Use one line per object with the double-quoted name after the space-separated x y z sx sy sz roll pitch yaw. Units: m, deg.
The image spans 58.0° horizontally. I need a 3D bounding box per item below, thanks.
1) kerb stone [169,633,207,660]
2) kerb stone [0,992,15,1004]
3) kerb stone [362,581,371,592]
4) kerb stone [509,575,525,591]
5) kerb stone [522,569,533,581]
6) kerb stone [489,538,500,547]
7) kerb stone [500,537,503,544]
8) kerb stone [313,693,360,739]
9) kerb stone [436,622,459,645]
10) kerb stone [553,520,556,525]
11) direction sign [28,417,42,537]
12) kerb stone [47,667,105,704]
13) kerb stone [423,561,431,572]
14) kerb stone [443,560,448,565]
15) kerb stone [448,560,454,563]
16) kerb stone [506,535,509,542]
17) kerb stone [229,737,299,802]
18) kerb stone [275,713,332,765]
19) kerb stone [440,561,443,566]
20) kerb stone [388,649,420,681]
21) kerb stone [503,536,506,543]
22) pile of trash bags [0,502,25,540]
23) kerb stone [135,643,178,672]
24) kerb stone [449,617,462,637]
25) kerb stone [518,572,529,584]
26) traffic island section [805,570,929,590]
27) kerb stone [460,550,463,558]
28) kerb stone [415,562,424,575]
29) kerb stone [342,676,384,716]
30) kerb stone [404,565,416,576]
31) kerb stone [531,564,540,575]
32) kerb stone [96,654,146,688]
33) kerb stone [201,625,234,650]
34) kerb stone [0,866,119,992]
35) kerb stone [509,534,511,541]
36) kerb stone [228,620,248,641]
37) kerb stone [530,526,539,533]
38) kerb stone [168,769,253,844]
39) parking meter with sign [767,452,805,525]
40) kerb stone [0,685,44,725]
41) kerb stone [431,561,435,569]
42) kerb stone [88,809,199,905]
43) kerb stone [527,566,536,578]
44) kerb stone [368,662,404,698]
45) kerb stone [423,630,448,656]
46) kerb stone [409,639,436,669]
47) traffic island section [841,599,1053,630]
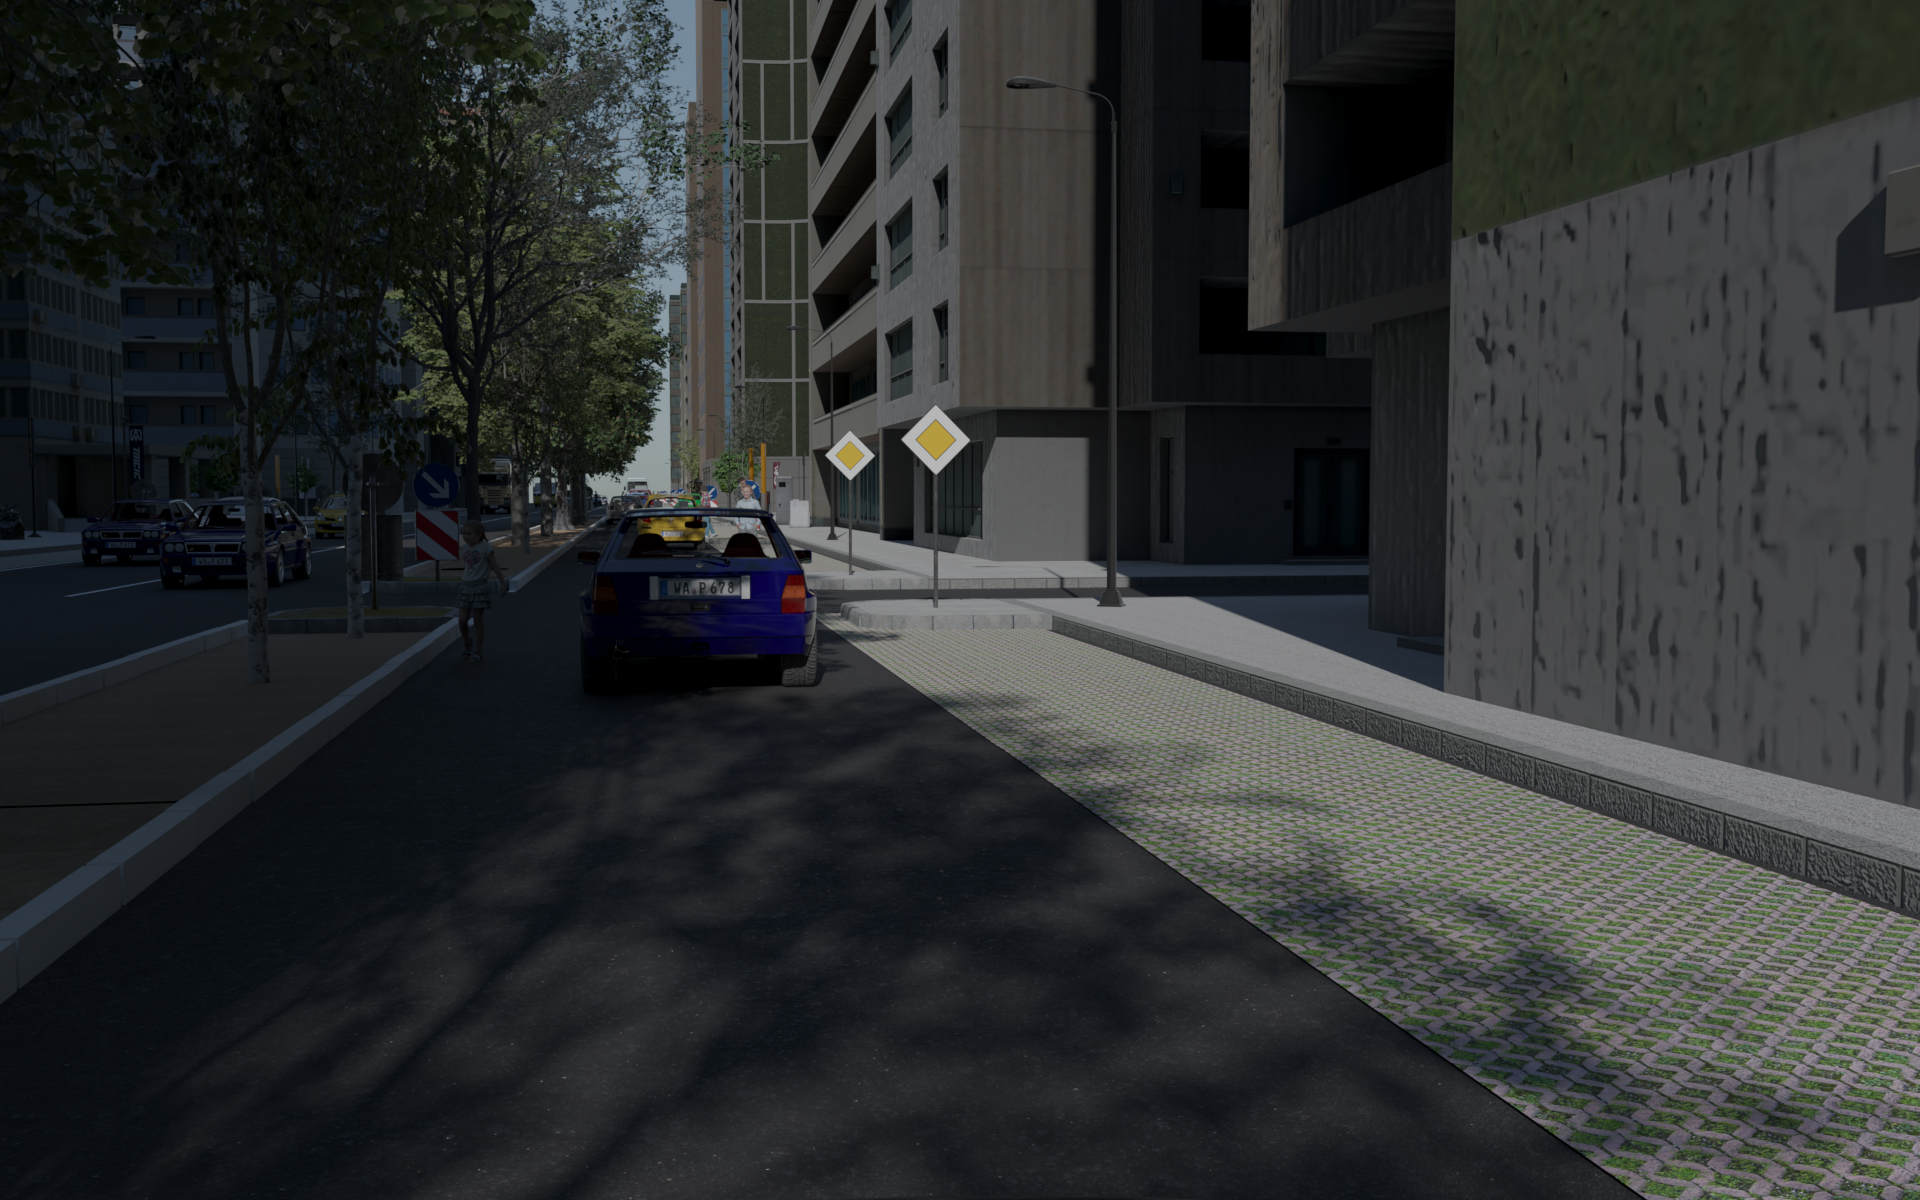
-6.820 0.429 15.197 0.120 0.150 1.000 -1 4 -10 "kerb stone"
-2.687 1.087 4.488 0.120 0.150 1.000 -1 4 -10 "kerb stone"
-8.788 -0.216 25.795 0.120 0.150 1.000 -1 4 -10 "kerb stone"
-6.719 -0.245 26.194 0.120 0.150 1.000 -1 4 -10 "kerb stone"
-7.097 -0.368 28.215 0.120 0.150 1.000 -1 4 -10 "kerb stone"
-12.905 -1.576 47.968 0.120 0.150 1.000 -1 4 -10 "kerb stone"
-13.087 -1.638 48.974 0.120 0.150 1.000 -1 4 -10 "kerb stone"
-3.811 0.715 10.547 0.120 0.150 1.000 -1 4 -10 "kerb stone"
-4.939 0.343 16.588 0.120 0.150 1.000 -1 4 -10 "kerb stone"
-19.842 -3.858 85.277 0.120 0.150 1.000 -1 4 -10 "kerb stone"
-27.440 -3.624 51.254 0.379 3.537 0.876 -1 4 -20 "direction sign"
-6.248 0.612 12.184 0.120 0.150 1.000 -1 4 -10 "kerb stone"
-9.902 -0.591 31.859 0.120 0.150 1.000 -1 4 -10 "kerb stone"
-10.469 -0.776 34.875 0.120 0.150 1.000 -1 4 -10 "kerb stone"
-10.651 -0.837 35.885 0.120 0.150 1.000 -1 4 -10 "kerb stone"
-13.460 -1.761 50.985 0.120 0.150 1.000 -1 4 -10 "kerb stone"
-3.435 0.835 8.537 0.120 0.150 1.000 -1 4 -10 "kerb stone"
-3.627 0.776 9.541 0.120 0.150 1.000 -1 4 -10 "kerb stone"
-10.281 -0.712 33.871 0.120 0.150 1.000 -1 4 -10 "kerb stone"
-4.378 0.528 13.569 0.120 0.150 1.000 -1 4 -10 "kerb stone"
-13.280 -1.699 49.979 0.120 0.150 1.000 -1 4 -10 "kerb stone"
-28.044 -2.351 48.189 3.447 1.369 1.912 -3 4 -39 "pile of trash bags"
-6.627 0.489 14.194 0.120 0.150 1.000 -1 4 -10 "kerb stone"
-5.119 0.286 17.595 0.120 0.150 1.000 -1 4 -10 "kerb stone"
-6.908 -0.304 27.202 0.120 0.150 1.000 -1 4 -10 "kerb stone"
-1.713 -0.313 27.404 2.009 0.180 2.903 -1 4 -10 "traffic island section"
-11.033 -0.960 37.896 0.120 0.150 1.000 -1 4 -10 "kerb stone"
-9.712 -0.530 30.855 0.120 0.150 1.000 -1 4 -10 "kerb stone"
-3.999 0.651 11.556 0.120 0.150 1.000 -1 4 -10 "kerb stone"
-9.539 -0.463 29.848 0.120 0.150 1.000 -1 4 -10 "kerb stone"
-7.470 -0.491 30.227 0.120 0.150 1.000 -1 4 -10 "kerb stone"
-6.427 0.552 13.191 0.120 0.150 1.000 -1 4 -10 "kerb stone"
-6.999 0.366 16.204 0.120 0.150 1.000 -1 4 -10 "kerb stone"
-2.874 1.022 5.493 0.120 0.150 1.000 -1 4 -10 "kerb stone"
-13.655 -1.820 51.998 0.120 0.150 1.000 -1 4 -10 "kerb stone"
-7.181 0.309 17.213 0.120 0.150 1.000 -1 4 -10 "kerb stone"
-16.270 -2.686 66.110 0.120 0.150 1.000 -1 4 -10 "kerb stone"
-3.254 0.898 7.520 0.120 0.150 1.000 -1 4 -10 "kerb stone"
-7.285 -4.614 71.694 1.738 3.016 0.543 0 4 -3 "parking meter with sign"
-6.063 0.674 11.179 0.120 0.150 1.000 -1 4 -10 "kerb stone"
-10.091 -0.652 32.864 0.120 0.150 1.000 -1 4 -10 "kerb stone"
-3.061 0.959 6.509 0.120 0.150 1.000 -1 4 -10 "kerb stone"
-7.283 -0.427 29.220 0.120 0.150 1.000 -1 4 -10 "kerb stone"
-4.182 0.591 12.562 0.120 0.150 1.000 -1 4 -10 "kerb stone"
-4.746 0.404 15.583 0.120 0.150 1.000 -1 4 -10 "kerb stone"
-4.554 0.467 14.576 0.120 0.150 1.000 -1 4 -10 "kerb stone"
-0.254 0.167 19.553 2.009 0.180 2.903 -1 4 -10 "traffic island section"
